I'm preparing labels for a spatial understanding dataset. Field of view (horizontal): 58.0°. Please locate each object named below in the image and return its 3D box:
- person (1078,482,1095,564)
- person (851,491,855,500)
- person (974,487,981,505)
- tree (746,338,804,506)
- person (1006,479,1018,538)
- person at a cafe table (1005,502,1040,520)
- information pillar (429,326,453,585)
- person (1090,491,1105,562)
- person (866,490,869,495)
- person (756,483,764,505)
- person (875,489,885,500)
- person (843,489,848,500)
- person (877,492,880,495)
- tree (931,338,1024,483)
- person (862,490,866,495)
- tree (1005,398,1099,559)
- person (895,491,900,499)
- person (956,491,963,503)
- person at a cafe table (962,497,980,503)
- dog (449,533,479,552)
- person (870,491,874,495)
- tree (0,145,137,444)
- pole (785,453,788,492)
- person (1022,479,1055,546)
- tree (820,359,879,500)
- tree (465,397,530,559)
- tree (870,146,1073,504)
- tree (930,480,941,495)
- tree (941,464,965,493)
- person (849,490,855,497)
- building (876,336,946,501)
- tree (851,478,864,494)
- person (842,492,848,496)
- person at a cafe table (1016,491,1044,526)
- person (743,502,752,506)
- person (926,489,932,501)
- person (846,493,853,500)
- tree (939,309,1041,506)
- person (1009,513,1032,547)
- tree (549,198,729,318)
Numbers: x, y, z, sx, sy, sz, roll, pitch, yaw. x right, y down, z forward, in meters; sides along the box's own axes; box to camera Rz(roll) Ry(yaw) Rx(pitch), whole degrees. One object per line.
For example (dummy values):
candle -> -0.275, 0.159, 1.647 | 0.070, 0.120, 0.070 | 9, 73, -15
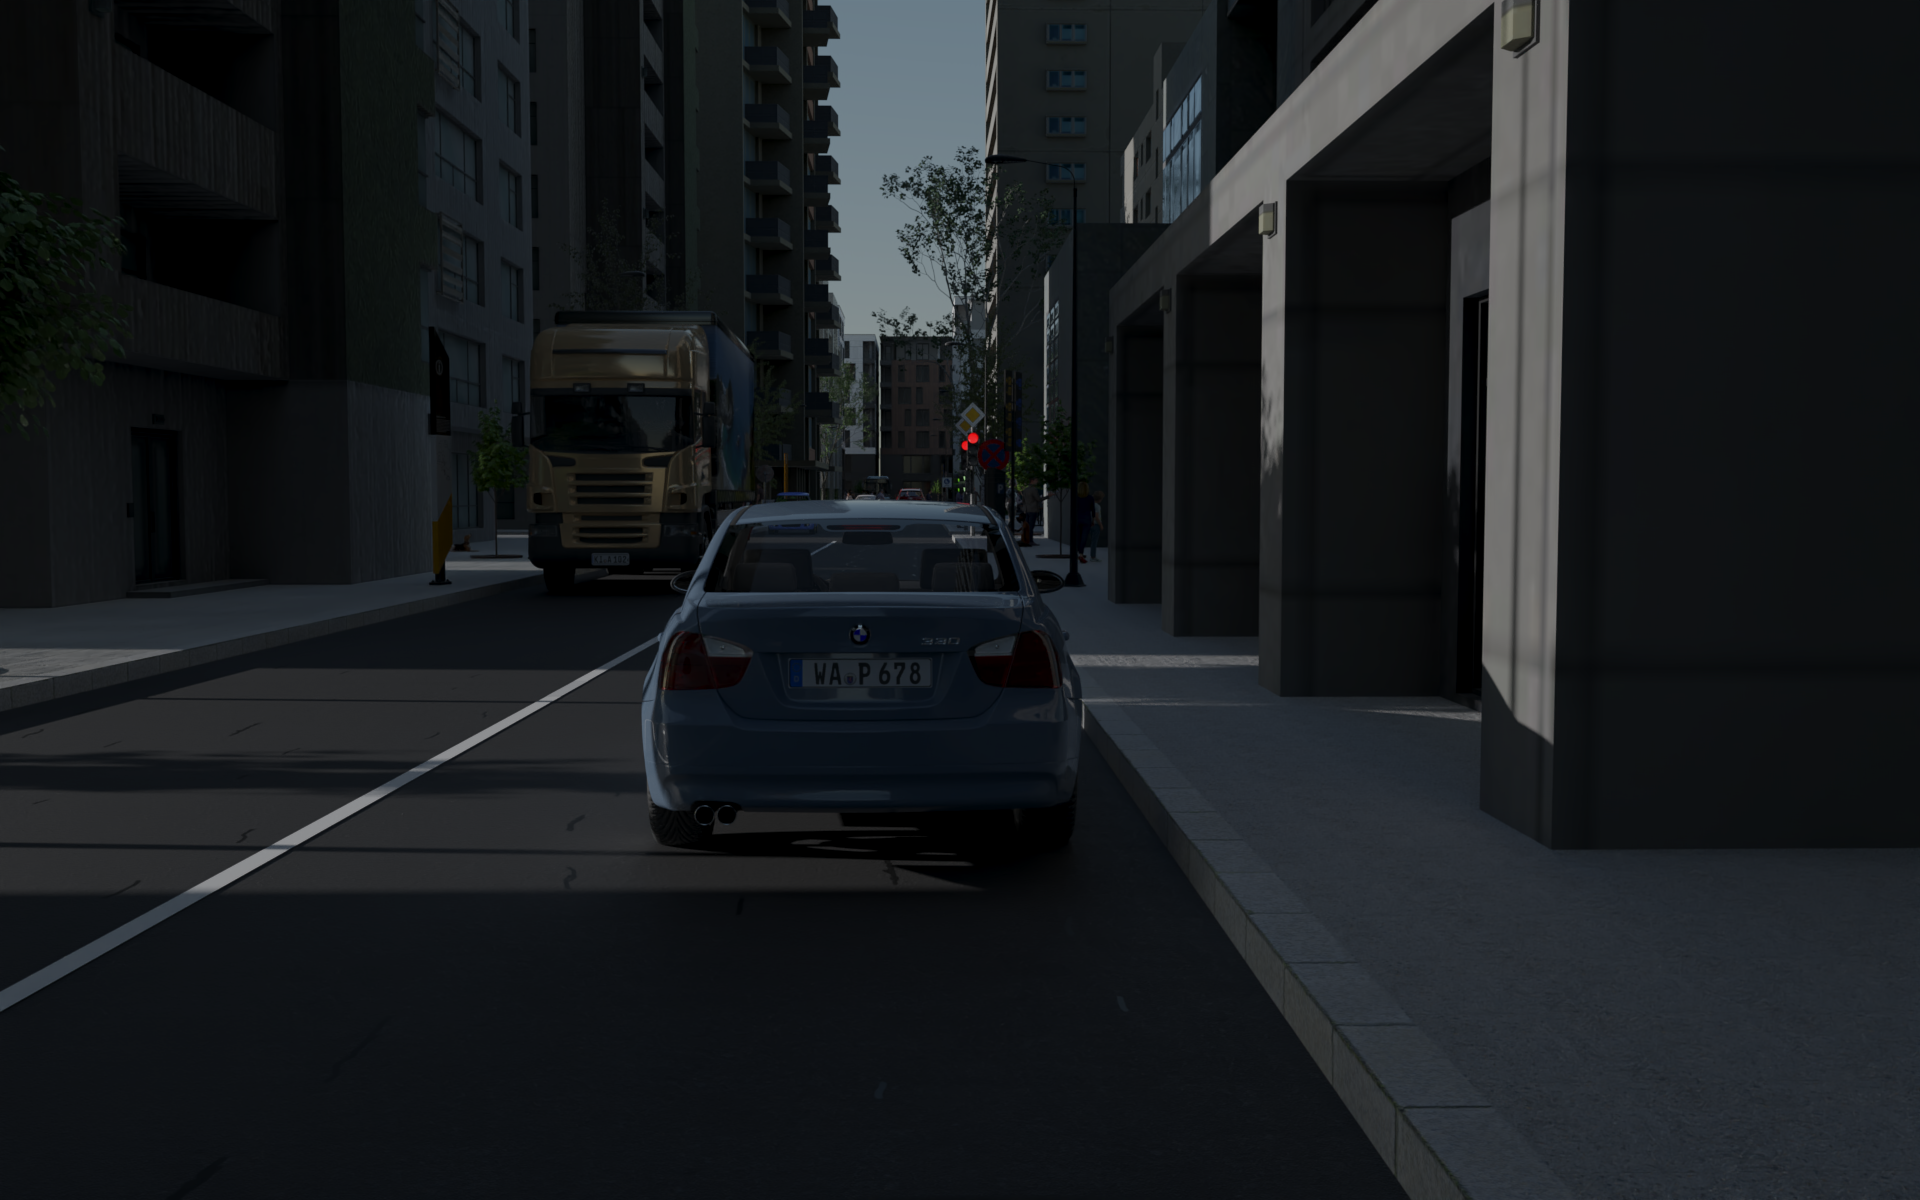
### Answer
person -> 2.287, -1.439, 32.110 | 0.480, 1.512, 0.613 | 0, 4, -4
person -> -12.845, -12.244, 206.944 | 0.721, 1.735, 1.217 | -2, 4, -24
person -> 0.955, -6.710, 116.301 | 0.990, 1.755, 0.434 | 0, 4, 6
tree -> -9.687, -7.955, 80.423 | 4.737, 8.622, 4.395 | 0, 3, 0
person -> 1.485, -2.668, 50.384 | 0.376, 1.734, 0.841 | 1, 4, 13
person at a cafe table -> 3.408, -4.545, 85.167 | 1.698, 1.238, 1.726 | -3, 4, -37
information pillar -> -7.334, -2.025, 24.462 | 0.183, 3.616, 0.504 | 1, 4, 9
person -> 2.582, -1.403, 32.899 | 0.340, 1.345, 0.435 | -2, 4, -35
person -> -7.638, -8.075, 141.253 | 0.721, 1.735, 1.217 | 1, 4, 10
person -> -9.813, -4.824, 85.050 | 0.434, 1.807, 0.598 | 2, 4, 35
person -> -4.482, -5.468, 98.834 | 0.436, 1.711, 0.756 | -3, 4, -37
person -> -10.933, -9.741, 165.977 | 0.621, 1.740, 0.551 | -1, 4, -8
person -> -6.660, -8.252, 144.219 | 0.445, 1.727, 0.742 | 1, 4, 14
tree -> 1.084, -8.041, 81.835 | 4.360, 8.622, 3.978 | 0, 3, 0
person -> -8.516, -8.807, 152.512 | 0.705, 1.823, 1.348 | 2, 4, 24
tree -> 1.906, -2.457, 34.771 | 1.663, 3.219, 1.824 | 0, 3, 0
person -> -6.783, -11.273, 192.770 | 0.705, 1.831, 1.348 | 2, 4, 28
person -> 0.003, -3.511, 65.504 | 0.319, 1.574, 0.516 | 0, 4, 4
person at a cafe table -> 0.561, -7.450, 132.670 | 1.698, 1.238, 1.726 | 1, 4, 16
dog -> -11.104, -1.271, 38.518 | 0.748, 0.427, 0.550 | 3, 4, 36
person -> -8.056, -9.190, 159.688 | 0.436, 1.711, 0.756 | -1, 4, -17
tree -> -7.736, -1.736, 12.098 | 4.285, 4.588, 4.351 | 0, 3, 0
pole -> -8.704, -5.684, 86.783 | 0.158, 3.312, 0.155 | 0, 3, 0
person -> 1.944, -2.233, 43.085 | 0.750, 1.759, 0.617 | -1, 4, -10
tree -> -10.098, -12.470, 129.635 | 9.928, 11.665, 9.643 | 0, 3, 0
tree -> -9.317, -2.446, 34.600 | 1.663, 3.219, 1.824 | 0, 3, 0
tree -> 1.395, -14.469, 92.460 | 12.611, 20.169, 13.585 | 0, 3, 0
tree -> -2.579, -13.302, 212.091 | 1.663, 3.219, 1.824 | 0, 3, 0
tree -> -0.081, -7.154, 111.576 | 1.663, 3.219, 1.824 | 0, 3, 0
person -> -13.009, -12.194, 205.427 | 1.348, 1.822, 0.705 | 3, 5, 42
building -> 5.657, -23.908, 234.874 | 32.646, 21.610, 27.936 | 0, 4, -1
tree -> -11.685, -12.711, 202.420 | 1.663, 3.219, 1.824 | 0, 3, 0
person -> -11.337, -10.074, 171.277 | 1.217, 1.766, 0.721 | -2, 4, -34
person at a cafe table -> 2.713, -3.734, 69.560 | 1.622, 1.524, 1.698 | 0, 4, -2
person -> -10.628, -4.711, 85.766 | 0.574, 1.496, 0.600 | 0, 4, 1
person -> -1.693, -5.240, 95.088 | 0.530, 1.710, 0.541 | 1, 4, 19
person -> -7.997, -7.014, 125.649 | 0.523, 1.526, 0.387 | 1, 4, 15
tree -> 1.019, -7.296, 69.650 | 4.737, 8.622, 4.395 | 0, 3, 0
person -> 1.444, -1.693, 42.014 | 0.655, 0.850, 0.859 | 0, 4, 5
tree -> -8.206, -5.727, 43.991 | 4.360, 8.622, 3.978 | 0, 3, 0
